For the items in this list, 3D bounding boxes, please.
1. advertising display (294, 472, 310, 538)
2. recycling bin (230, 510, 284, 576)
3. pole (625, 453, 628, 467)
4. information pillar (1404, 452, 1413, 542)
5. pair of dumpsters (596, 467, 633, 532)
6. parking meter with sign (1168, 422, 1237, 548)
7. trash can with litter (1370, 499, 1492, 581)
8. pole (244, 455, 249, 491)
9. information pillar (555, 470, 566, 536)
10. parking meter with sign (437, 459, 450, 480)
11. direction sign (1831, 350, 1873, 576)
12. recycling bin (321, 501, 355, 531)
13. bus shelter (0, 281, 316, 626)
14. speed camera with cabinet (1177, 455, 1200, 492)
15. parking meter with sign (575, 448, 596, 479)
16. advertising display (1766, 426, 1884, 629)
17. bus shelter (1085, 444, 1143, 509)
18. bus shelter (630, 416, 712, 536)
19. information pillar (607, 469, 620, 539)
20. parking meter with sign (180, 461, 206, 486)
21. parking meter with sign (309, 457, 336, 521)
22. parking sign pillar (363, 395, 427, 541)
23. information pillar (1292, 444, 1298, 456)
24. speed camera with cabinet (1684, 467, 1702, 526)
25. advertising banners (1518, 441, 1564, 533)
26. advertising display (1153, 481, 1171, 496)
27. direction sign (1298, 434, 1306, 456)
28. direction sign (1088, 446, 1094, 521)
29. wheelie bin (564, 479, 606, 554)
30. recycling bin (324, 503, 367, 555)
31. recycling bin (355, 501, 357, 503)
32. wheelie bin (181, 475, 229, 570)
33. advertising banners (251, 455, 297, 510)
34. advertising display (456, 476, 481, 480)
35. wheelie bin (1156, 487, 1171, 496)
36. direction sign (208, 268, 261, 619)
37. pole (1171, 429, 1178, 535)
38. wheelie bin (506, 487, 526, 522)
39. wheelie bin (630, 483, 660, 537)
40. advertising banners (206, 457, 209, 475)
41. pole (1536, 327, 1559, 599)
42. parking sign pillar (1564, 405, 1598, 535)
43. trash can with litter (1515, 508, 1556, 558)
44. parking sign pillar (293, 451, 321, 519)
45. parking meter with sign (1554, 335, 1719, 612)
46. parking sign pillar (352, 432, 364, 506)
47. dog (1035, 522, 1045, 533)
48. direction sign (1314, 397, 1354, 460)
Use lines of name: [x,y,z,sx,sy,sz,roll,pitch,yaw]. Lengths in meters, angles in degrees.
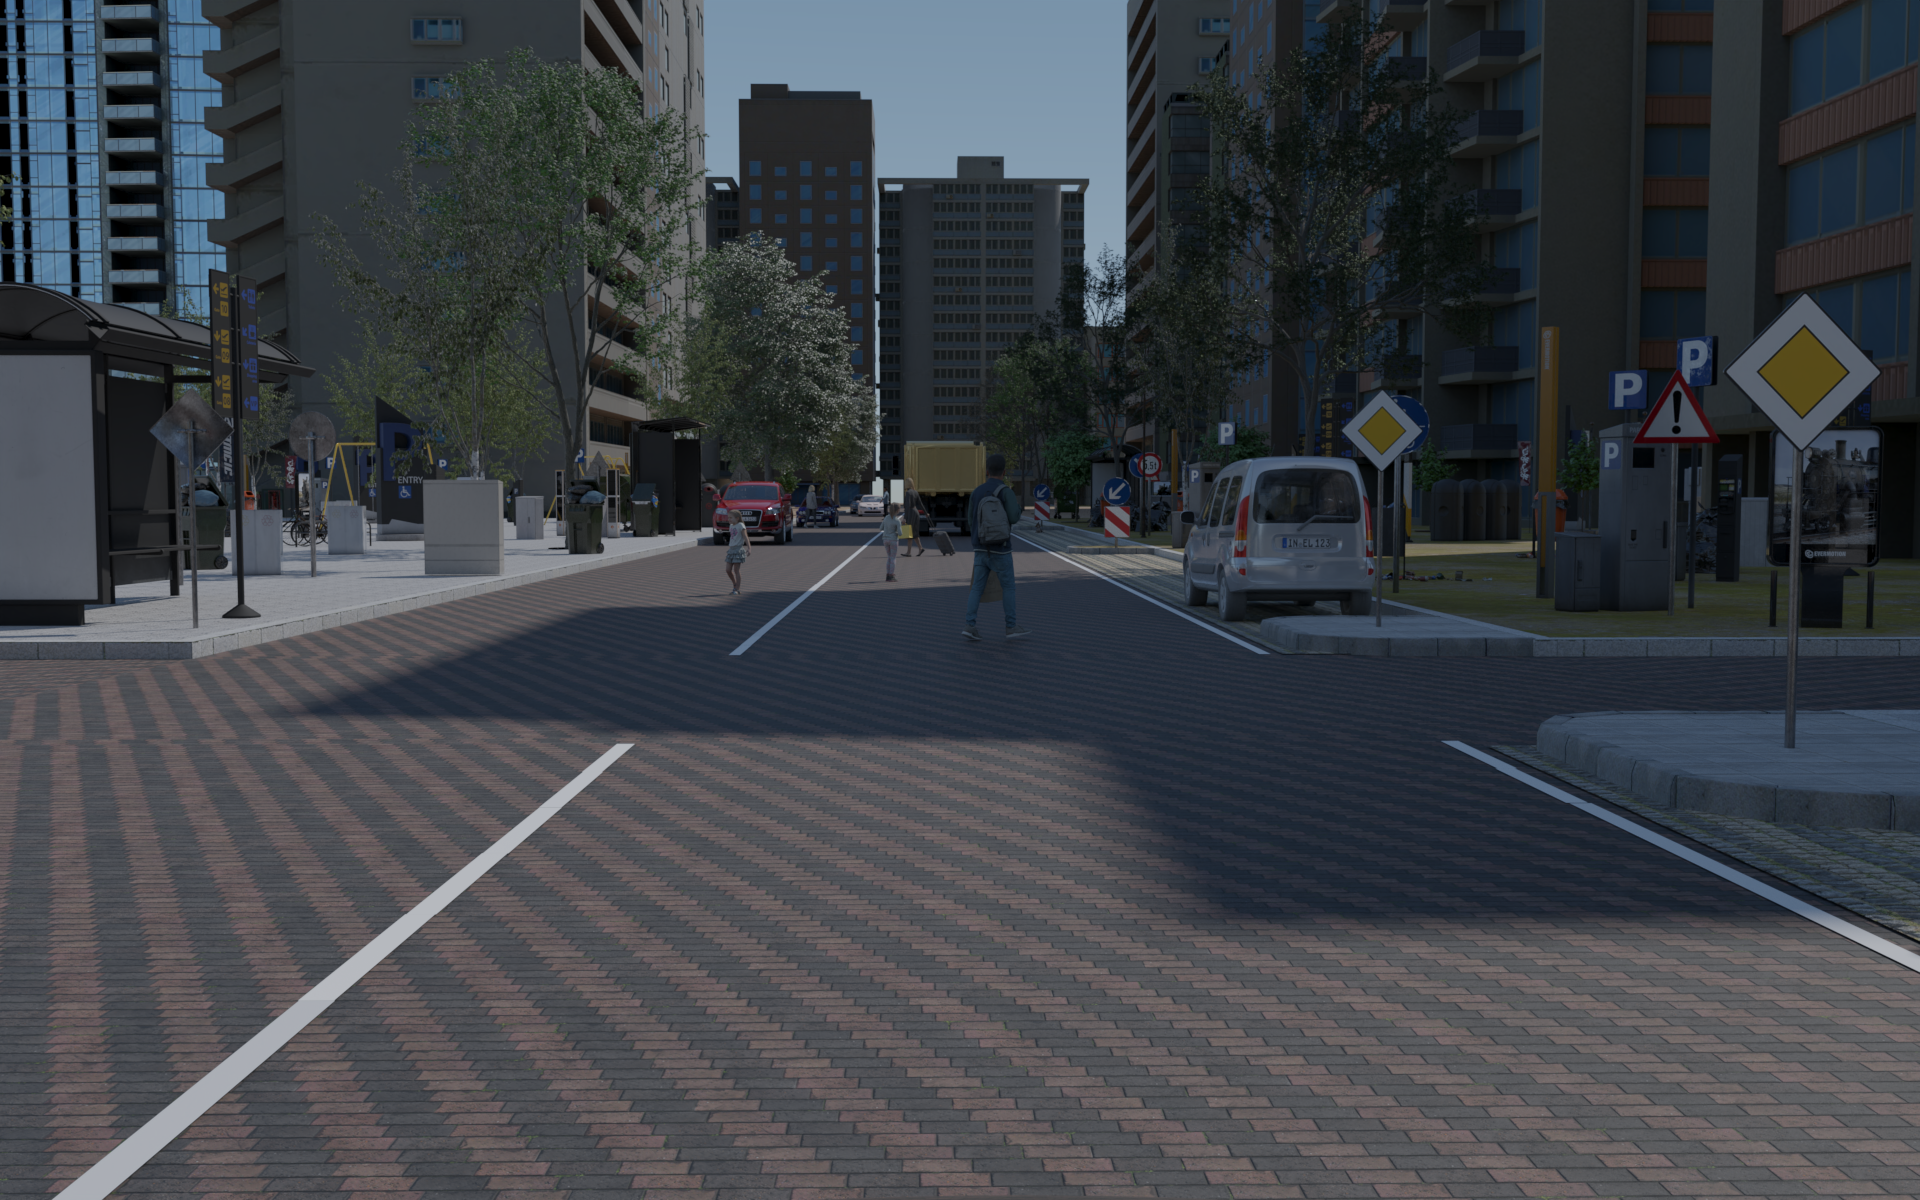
advertising display: [-19.197,-2.782,50.704,0.123,1.923,0.974,0,4,3]
recycling bin: [-11.190,-0.919,27.583,0.722,1.027,0.722,-1,4,-18]
pole: [-16.364,-5.581,85.091,0.158,3.312,0.155,0,3,0]
information pillar: [11.923,-3.347,46.076,0.183,3.616,0.504,0,4,-1]
pair of dumpsters: [-11.772,-3.520,60.052,1.574,2.255,4.437,0,4,-1]
parking meter with sign: [5.843,-2.771,41.568,1.738,3.016,0.543,-3,4,-38]
trash can with litter: [6.757,-0.901,25.791,2.233,1.210,1.678,1,4,19]
pole: [-36.956,-5.864,89.713,0.158,3.312,0.155,0,3,0]
information pillar: [-12.162,-2.970,53.049,0.304,2.012,0.304,2,4,31]
parking meter with sign: [-25.279,-5.502,86.218,1.738,3.016,0.543,3,5,40]
direction sign: [13.951,-2.150,27.155,0.876,3.537,0.379,-2,4,-26]
recycling bin: [-20.997,-2.797,58.288,0.722,1.027,0.722,3,4,38]
bus shelter: [-9.145,-1.552,19.305,2.014,3.302,5.546,0,4,-1]
speed camera with cabinet: [11.347,-5.674,87.103,2.038,3.252,0.660,0,4,1]
parking meter with sign: [-13.859,-4.226,65.362,1.738,3.016,0.543,3,4,38]
advertising display: [8.261,-0.695,16.573,0.974,1.923,0.123,1,4,15]
bus shelter: [6.487,-4.803,72.452,2.014,3.302,5.546,0,4,-1]
bus shelter: [-9.196,-3.927,55.484,1.731,3.624,6.357,0,4,-1]
information pillar: [-10.003,-2.782,49.980,0.304,2.012,0.304,0,4,5]
parking meter with sign: [-18.330,-2.709,40.555,1.738,3.016,0.543,0,4,0]
parking meter with sign: [-30.233,-5.244,81.996,1.738,3.016,0.543,3,4,38]
parking sign pillar: [-15.346,-3.617,47.610,1.447,3.967,1.447,-3,4,-37]
information pillar: [15.683,-5.501,81.292,0.183,3.616,0.504,-1,4,-14]
speed camera with cabinet: [25.749,-3.946,58.848,2.038,3.252,0.660,3,5,44]
advertising banners: [18.965,-3.671,56.211,0.090,3.025,2.074,-3,4,-38]
advertising display: [9.924,-4.876,84.935,0.974,1.923,0.123,2,4,31]
direction sign: [13.097,-4.464,64.989,0.876,3.537,0.379,2,4,35]
direction sign: [6.146,-5.448,81.064,0.876,3.537,0.379,3,5,44]
wheelie bin: [-8.017,-1.782,37.050,0.980,1.594,0.693,1,4,18]
recycling bin: [-13.084,-1.494,36.985,0.722,1.027,0.722,-1,4,-13]
recycling bin: [-23.625,-3.313,66.729,0.722,1.027,0.722,-1,4,-23]
wheelie bin: [-12.884,-1.316,29.432,0.980,1.594,0.693,3,4,36]
advertising banners: [-30.930,-5.005,78.016,2.074,3.025,0.090,-2,4,-25]
advertising display: [-17.541,-3.471,61.963,0.974,1.923,0.123,-2,4,-27]
wheelie bin: [8.798,-4.072,74.485,0.693,1.594,0.980,2,4,28]
direction sign: [-7.468,-1.584,17.895,0.379,3.537,0.876,0,4,6]
pole: [6.762,-3.716,54.598,0.158,3.312,0.155,0,3,0]
wheelie bin: [-20.050,-4.305,78.298,0.693,1.594,0.980,1,4,21]
wheelie bin: [-9.386,-2.679,51.708,0.980,1.594,0.693,1,4,18]
advertising banners: [-23.894,-3.582,54.748,0.090,3.025,2.074,-2,4,-31]
pole: [7.209,-1.676,21.241,0.158,3.312,0.155,0,3,0]
parking sign pillar: [18.849,-3.949,53.034,1.447,3.967,1.447,2,4,30]
trash can with litter: [12.046,-1.463,34.984,2.233,1.210,1.678,-3,5,-40]
parking sign pillar: [-33.773,-6.186,89.614,1.447,3.967,1.447,-3,5,-43]
parking meter with sign: [7.417,-1.395,19.075,1.738,3.016,0.543,-1,4,-19]
parking sign pillar: [-25.736,-5.321,75.465,1.447,3.967,1.447,3,5,39]
dog: [2.970,-2.655,63.600,0.748,0.427,0.550,-3,5,-41]
direction sign: [8.873,-2.988,40.854,0.876,3.537,0.379,3,5,44]
